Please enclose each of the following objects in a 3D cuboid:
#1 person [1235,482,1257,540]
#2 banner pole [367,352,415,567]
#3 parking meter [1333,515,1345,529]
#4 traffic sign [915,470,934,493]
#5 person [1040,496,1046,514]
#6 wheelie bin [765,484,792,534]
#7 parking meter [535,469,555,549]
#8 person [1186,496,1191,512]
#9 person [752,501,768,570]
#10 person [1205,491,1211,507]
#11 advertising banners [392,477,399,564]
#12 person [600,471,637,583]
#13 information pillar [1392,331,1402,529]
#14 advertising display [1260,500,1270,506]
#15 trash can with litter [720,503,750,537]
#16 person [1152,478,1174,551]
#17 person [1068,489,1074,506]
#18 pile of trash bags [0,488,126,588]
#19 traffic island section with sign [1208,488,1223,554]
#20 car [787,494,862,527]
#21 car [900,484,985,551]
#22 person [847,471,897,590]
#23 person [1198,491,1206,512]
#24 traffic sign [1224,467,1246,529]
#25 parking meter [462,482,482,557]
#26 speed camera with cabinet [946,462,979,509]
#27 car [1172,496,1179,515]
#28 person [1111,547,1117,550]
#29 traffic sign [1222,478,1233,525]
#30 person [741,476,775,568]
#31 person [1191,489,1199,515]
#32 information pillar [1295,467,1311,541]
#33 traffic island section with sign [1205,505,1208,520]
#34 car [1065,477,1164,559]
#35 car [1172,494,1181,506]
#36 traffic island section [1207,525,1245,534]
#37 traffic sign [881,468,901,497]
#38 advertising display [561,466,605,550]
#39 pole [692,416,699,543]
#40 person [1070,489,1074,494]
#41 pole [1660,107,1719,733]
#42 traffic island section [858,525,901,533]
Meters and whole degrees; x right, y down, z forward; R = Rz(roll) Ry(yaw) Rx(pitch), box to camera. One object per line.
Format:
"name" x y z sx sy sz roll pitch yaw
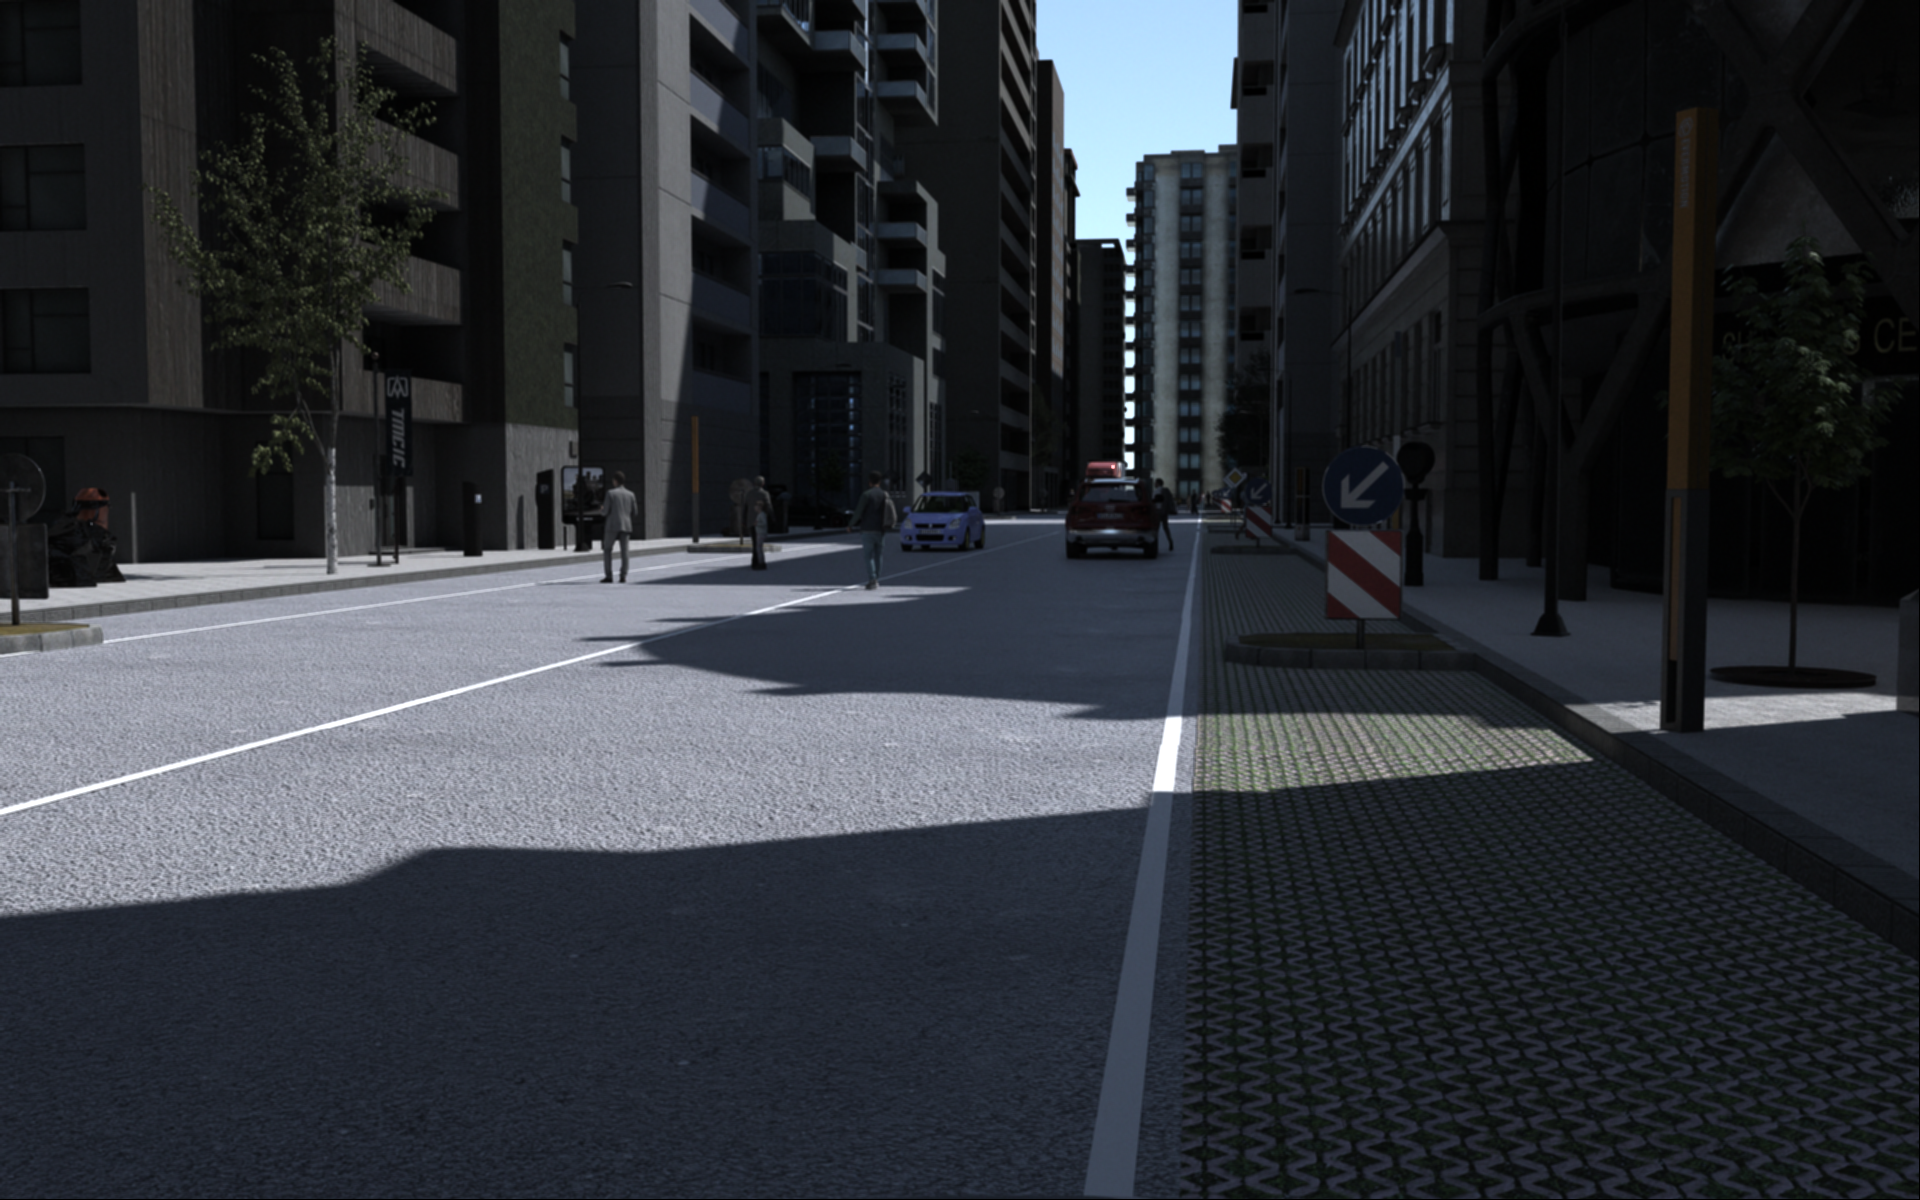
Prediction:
"person" 8.982 -2.777 53.994 0.778 1.811 0.616 -2 4 -26
"banner pole" -10.088 -2.486 30.660 0.863 3.779 0.401 0 4 -1
"parking meter" 10.565 -2.600 48.229 0.255 1.863 0.399 2 4 24
"traffic sign" -1.511 -4.278 73.589 0.795 2.450 0.064 0 4 8
"person" 5.838 -6.687 122.110 0.475 1.303 0.640 1 4 19
"wheelie bin" -5.897 -2.939 55.958 0.980 1.594 0.693 1 4 11
"parking meter" -9.624 -2.108 40.178 0.399 1.863 0.255 0 4 -2
"person" 18.452 -7.773 139.852 0.475 1.303 0.640 3 5 42
"person" -3.782 -1.218 32.694 0.394 1.301 0.425 -3 4 -36
"person" 27.418 -11.209 192.289 0.750 1.759 0.617 -1 4 -16
"advertising banners" -10.444 -2.193 32.037 0.090 3.025 2.074 -1 4 -19
"person" -5.582 -1.186 28.097 0.606 1.804 0.583 -3 5 -44
"information pillar" 6.234 -2.042 24.742 0.183 3.616 0.504 1 4 12
"advertising display" 16.851 -5.551 95.972 0.974 1.923 0.123 -2 4 -35
"trash can with litter" -6.746 -2.486 52.026 1.055 1.170 0.624 2 4 30
"person" 5.148 -2.165 43.996 0.679 1.850 0.850 -2 4 -29
"person" 8.807 -7.790 136.050 0.728 1.800 0.709 1 4 16
"pile of trash bags" -13.032 -0.932 24.999 1.912 1.369 3.447 -1 4 -8
"traffic island section with sign" 7.053 -2.022 41.686 1.989 1.847 2.006 0 4 8
"car" -5.983 -3.671 69.810 4.222 1.686 2.009 0 4 7
"car" -0.427 -2.133 44.468 1.945 1.707 3.694 1 4 10
"person" -1.299 -1.061 26.190 0.623 1.781 0.721 -3 5 -44
"person" 19.794 -8.091 141.625 0.563 1.720 0.643 -1 4 -21
"traffic sign" 10.145 -3.684 63.875 0.795 2.450 0.064 0 4 8
"parking meter" -10.034 -1.666 35.649 0.372 1.533 0.369 0 3 0
"speed camera with cabinet" 0.136 -6.811 105.692 2.038 3.252 0.660 1 4 18
"car" 14.158 -6.619 120.584 2.083 1.381 4.827 1 4 10
"person" 3.973 -2.206 44.693 0.709 1.813 0.853 -1 4 -23
"traffic sign" 11.255 -4.168 71.782 0.795 2.450 0.064 0 4 8
"person" -3.934 -1.535 33.992 0.661 1.777 0.834 1 4 15
"person" 15.927 -6.654 117.706 0.534 1.772 0.576 -3 5 -44
"information pillar" 9.405 -2.631 47.516 0.304 2.012 0.304 -3 5 -43
"traffic island section with sign" 14.780 -5.389 96.739 1.989 1.847 2.006 0 4 8
"car" 3.565 -1.920 40.058 2.281 1.827 5.304 0 4 7
"car" 26.655 -12.617 216.516 2.015 1.641 3.980 1 4 8
"traffic island section" 10.170 -2.548 63.949 2.009 0.180 2.903 0 4 8
"traffic sign" -2.621 -3.794 65.681 0.795 2.450 0.064 0 4 8
"advertising display" -8.645 -2.112 39.753 0.974 1.923 0.123 -1 4 -20
"pole" -6.936 -3.152 45.384 0.158 3.312 0.155 0 3 0
"person" 9.933 -8.782 151.949 0.709 1.838 0.599 -3 4 -37
"pole" 3.915 -0.945 9.296 0.158 3.312 0.155 0 3 0
"traffic island section" -2.646 -2.658 65.746 2.009 0.180 2.903 0 4 8
